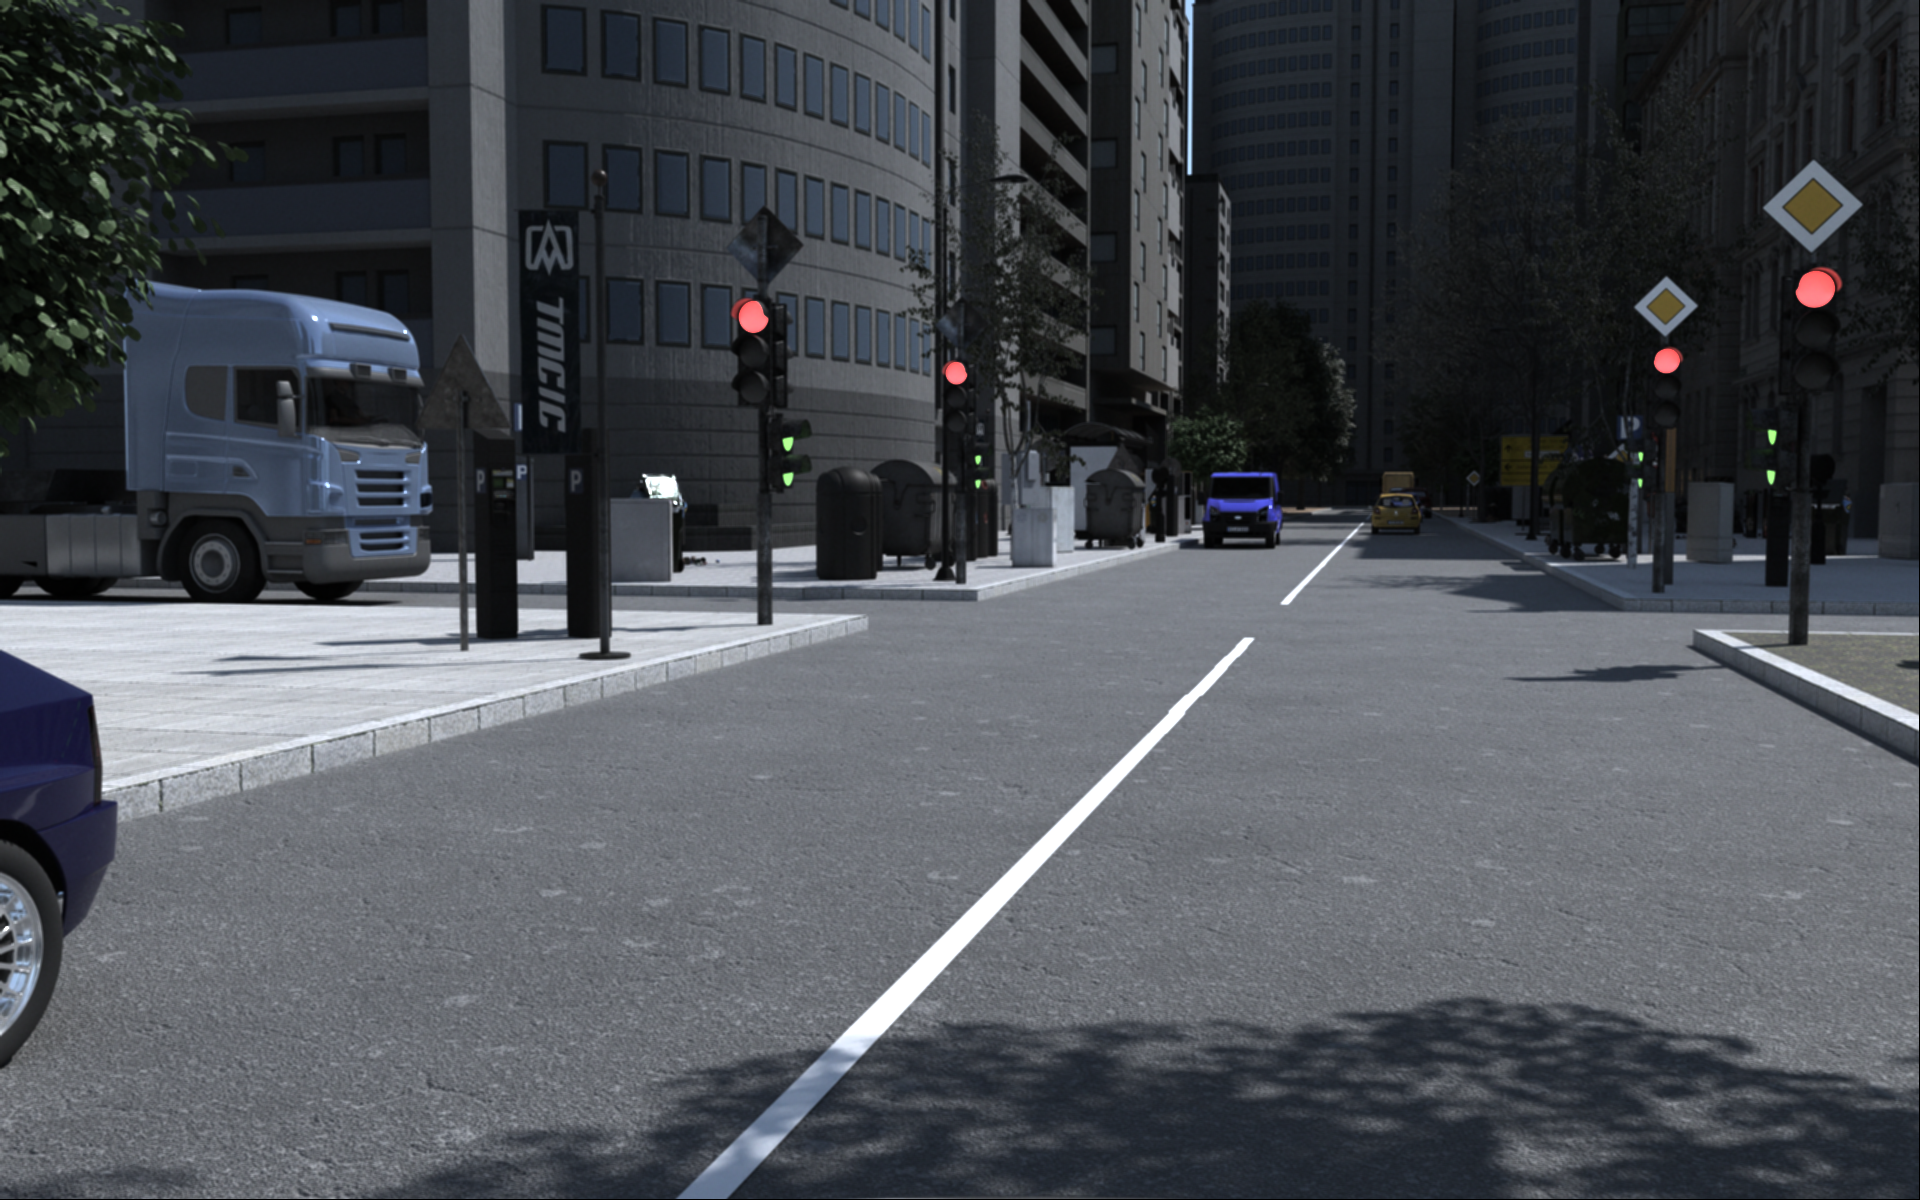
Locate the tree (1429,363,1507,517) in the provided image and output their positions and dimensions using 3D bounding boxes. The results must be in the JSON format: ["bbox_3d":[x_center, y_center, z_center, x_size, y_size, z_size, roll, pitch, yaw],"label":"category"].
[{"bbox_3d":[29.133,-9.047,98.288,4.360,8.622,3.978,0,3,0],"label":"tree"}]

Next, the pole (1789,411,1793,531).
[{"bbox_3d":[20.347,-2.984,42.632,0.158,3.312,0.155,0,3,0],"label":"pole"}]

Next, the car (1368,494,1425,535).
[{"bbox_3d":[15.788,-3.208,62.668,2.015,1.641,3.980,1,4,14],"label":"car"}]

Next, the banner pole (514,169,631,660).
[{"bbox_3d":[-3.015,-1.434,13.471,0.863,3.779,0.401,0,4,0],"label":"banner pole"}]

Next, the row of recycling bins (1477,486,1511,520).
[{"bbox_3d":[26.583,-4.765,85.023,3.534,1.692,1.069,-3,5,-44],"label":"row of recycling bins"}]

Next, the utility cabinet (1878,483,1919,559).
[{"bbox_3d":[18.654,-1.568,34.313,0.318,1.500,1.173,0,4,0],"label":"utility cabinet"}]

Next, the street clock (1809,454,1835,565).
[{"bbox_3d":[15.649,-1.650,31.547,0.471,2.002,0.358,-1,4,-19],"label":"street clock"}]

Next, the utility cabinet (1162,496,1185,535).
[{"bbox_3d":[6.727,-2.673,54.865,0.306,1.237,1.020,3,5,40],"label":"utility cabinet"}]

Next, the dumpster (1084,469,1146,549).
[{"bbox_3d":[3.646,-2.148,40.872,1.264,1.857,1.865,1,4,14],"label":"dumpster"}]

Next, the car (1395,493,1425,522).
[{"bbox_3d":[22.836,-4.844,88.783,1.945,1.707,3.694,1,4,14],"label":"car"}]

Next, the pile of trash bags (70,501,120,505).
[{"bbox_3d":[-40.953,-4.301,80.079,3.447,1.369,1.912,2,4,29],"label":"pile of trash bags"}]

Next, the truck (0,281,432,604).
[{"bbox_3d":[-15.638,-2.110,24.261,18.799,4.110,2.967,1,4,16],"label":"truck"}]

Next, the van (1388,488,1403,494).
[{"bbox_3d":[29.949,-6.801,118.214,2.013,2.044,4.112,1,4,13],"label":"van"}]

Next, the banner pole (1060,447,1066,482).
[{"bbox_3d":[4.758,-5.574,81.147,0.863,3.779,0.401,3,5,40],"label":"banner pole"}]

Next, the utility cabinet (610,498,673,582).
[{"bbox_3d":[-4.744,-0.872,25.418,1.020,1.237,0.306,0,4,-1],"label":"utility cabinet"}]

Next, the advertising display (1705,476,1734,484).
[{"bbox_3d":[27.741,-3.555,63.339,0.974,1.923,0.123,1,4,20],"label":"advertising display"}]

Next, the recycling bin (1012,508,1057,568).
[{"bbox_3d":[1.317,-1.103,30.593,0.722,1.027,0.722,1,4,9],"label":"recycling bin"}]

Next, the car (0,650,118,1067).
[{"bbox_3d":[-3.562,0.576,3.164,1.945,1.354,3.894,1,4,16],"label":"car"}]

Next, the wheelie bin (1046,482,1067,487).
[{"bbox_3d":[2.528,-2.312,45.710,0.980,1.594,0.693,0,4,-7],"label":"wheelie bin"}]

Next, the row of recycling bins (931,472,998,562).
[{"bbox_3d":[0.071,-1.674,34.486,1.069,1.692,3.534,1,4,10],"label":"row of recycling bins"}]

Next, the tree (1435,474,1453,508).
[{"bbox_3d":[44.540,-10.124,160.126,1.663,3.219,1.824,0,3,0],"label":"tree"}]

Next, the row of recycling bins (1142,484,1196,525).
[{"bbox_3d":[8.007,-3.961,71.878,3.534,1.692,1.069,1,4,12],"label":"row of recycling bins"}]

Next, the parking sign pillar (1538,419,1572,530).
[{"bbox_3d":[21.167,-4.493,61.938,1.447,3.967,1.447,-1,4,-18],"label":"parking sign pillar"}]

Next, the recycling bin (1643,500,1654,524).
[{"bbox_3d":[30.329,-3.856,75.601,0.722,1.027,0.722,-1,4,-22],"label":"recycling bin"}]

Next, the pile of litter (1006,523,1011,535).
[{"bbox_3d":[2.219,-2.474,54.422,1.719,0.858,1.176,-1,4,-13],"label":"pile of litter"}]

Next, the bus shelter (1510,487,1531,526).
[{"bbox_3d":[22.563,-4.521,67.847,2.014,3.302,5.546,1,4,14],"label":"bus shelter"}]

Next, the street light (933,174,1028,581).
[{"bbox_3d":[0.307,-3.233,25.397,1.470,5.913,1.316,1,4,14],"label":"street light"}]

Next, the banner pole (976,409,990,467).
[{"bbox_3d":[0.679,-3.735,51.077,0.401,3.779,0.863,2,4,35],"label":"banner pole"}]

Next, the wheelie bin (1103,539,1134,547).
[{"bbox_3d":[3.822,-2.110,42.412,0.980,1.594,0.693,-2,4,-25],"label":"wheelie bin"}]

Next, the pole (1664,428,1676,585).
[{"bbox_3d":[10.024,-1.876,24.510,0.158,3.312,0.155,0,3,0],"label":"pole"}]

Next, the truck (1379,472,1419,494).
[{"bbox_3d":[38.624,-9.584,152.625,3.469,3.379,9.791,1,4,15],"label":"truck"}]

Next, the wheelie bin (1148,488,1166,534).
[{"bbox_3d":[6.537,-2.967,56.410,0.693,1.594,0.980,1,4,22],"label":"wheelie bin"}]

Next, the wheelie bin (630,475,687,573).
[{"bbox_3d":[-4.960,-1.245,28.270,0.980,1.594,0.693,-3,5,-42],"label":"wheelie bin"}]

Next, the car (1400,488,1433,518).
[{"bbox_3d":[27.401,-5.866,104.587,2.281,1.827,5.304,1,4,13],"label":"car"}]

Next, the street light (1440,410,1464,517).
[{"bbox_3d":[27.095,-7.514,95.391,1.470,5.913,1.316,1,4,14],"label":"street light"}]

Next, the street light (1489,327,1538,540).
[{"bbox_3d":[15.416,-4.632,48.268,1.470,5.913,1.316,1,4,14],"label":"street light"}]

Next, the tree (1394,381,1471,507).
[{"bbox_3d":[46.566,-15.406,170.016,7.486,12.596,7.792,0,3,0],"label":"tree"}]

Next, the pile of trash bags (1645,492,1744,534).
[{"bbox_3d":[24.225,-2.914,57.391,1.912,1.369,3.447,-2,4,-31],"label":"pile of trash bags"}]

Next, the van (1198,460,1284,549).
[{"bbox_3d":[7.766,-2.629,47.376,2.240,2.365,5.245,1,4,13],"label":"van"}]

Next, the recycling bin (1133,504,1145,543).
[{"bbox_3d":[4.401,-2.007,45.371,0.722,1.027,0.722,2,4,28],"label":"recycling bin"}]

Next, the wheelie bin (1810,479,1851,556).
[{"bbox_3d":[18.228,-1.739,36.346,0.980,1.594,0.693,3,5,45],"label":"wheelie bin"}]

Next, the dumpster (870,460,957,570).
[{"bbox_3d":[-0.829,-1.483,30.004,1.264,1.857,1.865,1,4,14],"label":"dumpster"}]

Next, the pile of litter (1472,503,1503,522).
[{"bbox_3d":[24.817,-4.127,81.447,1.176,0.858,1.719,-1,4,-8],"label":"pile of litter"}]

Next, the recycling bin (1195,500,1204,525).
[{"bbox_3d":[9.909,-3.702,73.081,0.722,1.027,0.722,1,4,9],"label":"recycling bin"}]

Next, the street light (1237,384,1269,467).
[{"bbox_3d":[12.278,-6.150,73.097,1.470,5.913,1.316,1,4,14],"label":"street light"}]

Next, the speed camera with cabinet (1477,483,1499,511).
[{"bbox_3d":[29.033,-6.095,93.996,2.038,3.252,0.660,-2,4,-29],"label":"speed camera with cabinet"}]

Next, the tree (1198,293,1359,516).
[{"bbox_3d":[17.998,-11.147,99.262,9.611,12.733,9.660,0,3,0],"label":"tree"}]

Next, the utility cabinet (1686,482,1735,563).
[{"bbox_3d":[14.040,-1.451,32.397,0.318,1.500,1.173,0,4,-4],"label":"utility cabinet"}]

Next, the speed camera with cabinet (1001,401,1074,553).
[{"bbox_3d":[1.695,-2.635,37.413,0.660,3.252,2.038,3,4,37],"label":"speed camera with cabinet"}]

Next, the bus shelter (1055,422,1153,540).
[{"bbox_3d":[4.330,-3.504,51.210,2.014,3.302,5.546,1,4,14],"label":"bus shelter"}]

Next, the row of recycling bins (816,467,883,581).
[{"bbox_3d":[-1.749,-1.240,27.386,1.069,1.692,3.534,0,4,0],"label":"row of recycling bins"}]

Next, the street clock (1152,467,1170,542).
[{"bbox_3d":[5.324,-2.535,46.022,0.471,2.002,0.358,-3,5,-41],"label":"street clock"}]

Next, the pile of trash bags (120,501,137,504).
[{"bbox_3d":[-40.835,-4.811,88.404,3.447,1.369,1.912,2,4,29],"label":"pile of trash bags"}]

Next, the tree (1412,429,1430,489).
[{"bbox_3d":[39.781,-11.799,143.280,4.360,8.622,3.978,0,3,0],"label":"tree"}]

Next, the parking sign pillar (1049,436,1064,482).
[{"bbox_3d":[4.137,-5.564,79.443,1.447,3.967,1.447,3,5,43],"label":"parking sign pillar"}]
